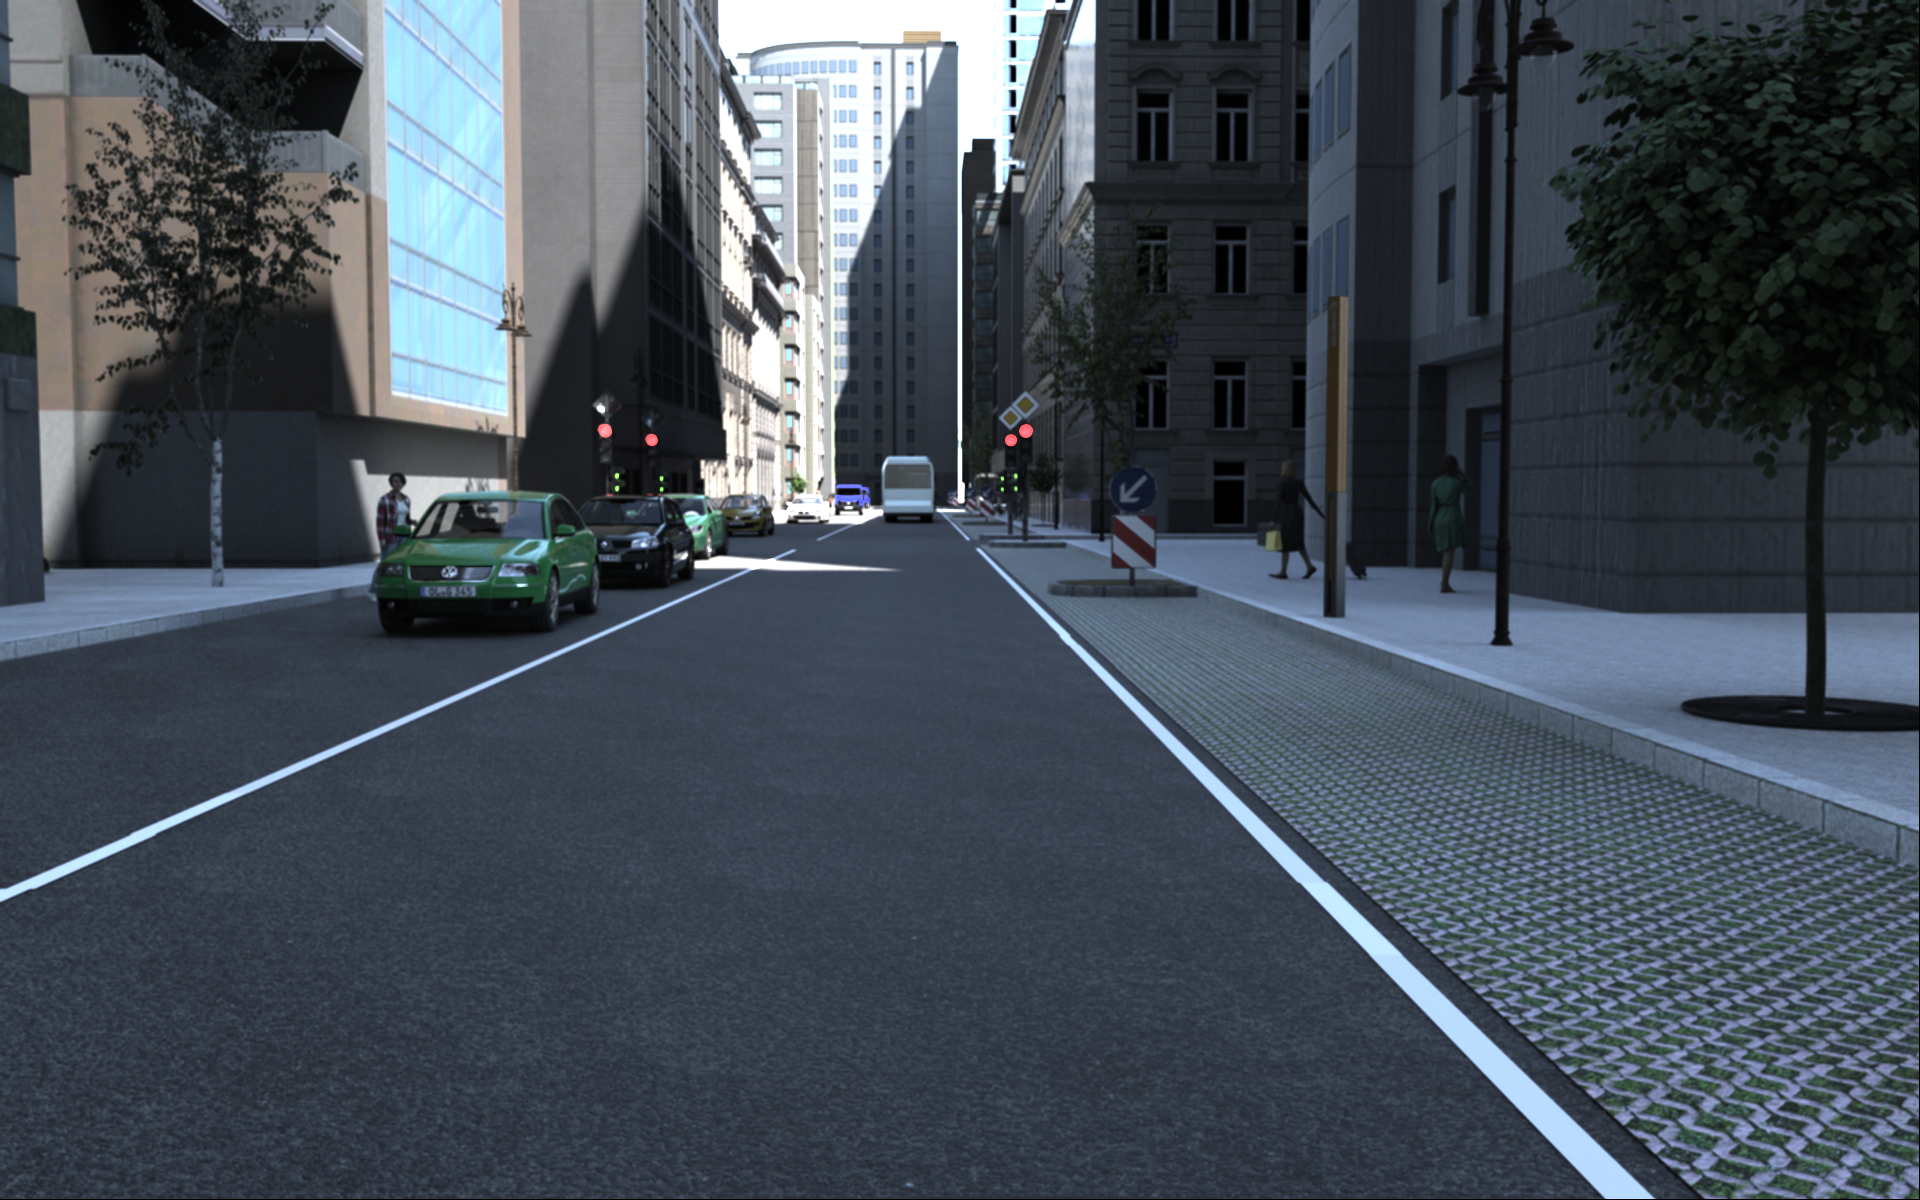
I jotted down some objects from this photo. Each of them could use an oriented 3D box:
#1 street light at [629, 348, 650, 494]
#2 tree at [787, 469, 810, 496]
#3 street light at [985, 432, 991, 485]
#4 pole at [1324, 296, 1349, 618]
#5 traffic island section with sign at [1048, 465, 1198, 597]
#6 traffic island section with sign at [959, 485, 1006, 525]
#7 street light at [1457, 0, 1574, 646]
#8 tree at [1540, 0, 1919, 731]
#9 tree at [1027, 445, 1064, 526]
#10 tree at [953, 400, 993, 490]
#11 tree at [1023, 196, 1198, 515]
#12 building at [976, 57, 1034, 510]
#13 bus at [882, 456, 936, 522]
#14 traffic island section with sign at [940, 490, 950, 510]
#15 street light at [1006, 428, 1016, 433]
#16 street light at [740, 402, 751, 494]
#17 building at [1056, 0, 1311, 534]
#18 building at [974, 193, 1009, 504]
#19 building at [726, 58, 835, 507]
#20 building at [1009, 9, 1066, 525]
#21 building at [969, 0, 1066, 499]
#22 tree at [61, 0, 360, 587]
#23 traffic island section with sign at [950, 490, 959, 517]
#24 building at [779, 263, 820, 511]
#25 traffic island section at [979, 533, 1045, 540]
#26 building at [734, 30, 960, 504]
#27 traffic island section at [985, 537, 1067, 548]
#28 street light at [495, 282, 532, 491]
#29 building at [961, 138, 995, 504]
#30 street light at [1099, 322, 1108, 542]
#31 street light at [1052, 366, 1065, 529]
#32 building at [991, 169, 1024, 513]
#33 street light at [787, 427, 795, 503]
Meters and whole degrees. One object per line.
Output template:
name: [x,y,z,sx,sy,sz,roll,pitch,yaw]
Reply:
street light: [-10.147,-5.029,55.013,0.468,5.910,1.993,0,4,-1]
tree: [-12.079,-8.248,129.450,1.663,3.219,1.824,0,3,0]
street light: [2.049,-9.584,129.490,0.468,5.910,1.993,0,4,-1]
pole: [3.906,-1.476,17.974,0.158,3.312,0.155,0,3,0]
traffic island section with sign: [2.284,-0.992,24.840,1.989,1.847,2.006,0,4,-1]
traffic island section with sign: [1.103,-4.350,79.743,1.989,1.847,2.006,0,4,-1]
street light: [4.606,-2.554,14.550,0.468,5.910,1.993,0,4,-1]
tree: [5.031,-1.606,9.979,4.285,4.588,4.351,0,3,0]
tree: [3.244,-4.557,69.114,1.663,3.219,1.824,0,3,0]
tree: [1.707,-11.285,134.871,4.737,8.622,4.395,0,3,0]
tree: [3.756,-5.615,42.166,4.737,8.622,4.395,0,3,0]
building: [17.695,-27.969,149.179,32.217,40.220,23.993,0,4,-1]
bus: [-2.678,-5.900,91.320,2.948,3.499,13.247,0,4,-1]
traffic island section with sign: [-0.552,-9.068,156.881,1.989,1.847,2.006,0,4,-1]
street light: [2.834,-7.525,95.829,0.468,5.910,1.993,0,4,-1]
street light: [-10.809,-6.997,87.188,0.468,5.910,1.993,0,4,-1]
building: [16.219,-16.124,60.891,25.104,27.353,12.463,0,4,-1]
building: [8.306,-24.257,168.295,14.160,30.474,14.107,0,4,-1]
building: [-19.381,-29.456,165.201,14.154,41.232,14.086,0,4,-1]
building: [11.197,-15.408,85.198,16.112,22.955,30.059,0,4,-1]
building: [12.602,-53.617,189.317,22.319,86.520,31.000,0,4,-1]
tree: [-10.391,-4.503,23.986,4.360,8.622,3.978,0,3,0]
traffic island section with sign: [0.527,-5.998,106.692,1.989,1.847,2.006,0,4,-1]
building: [-26.378,-18.297,144.197,27.650,21.520,28.899,0,4,-1]
traffic island section: [1.625,-2.010,55.150,2.009,0.180,2.903,0,4,-1]
building: [-14.364,-41.693,223.681,28.212,58.520,21.231,0,4,-1]
traffic island section: [1.795,-1.522,47.166,2.009,0.180,2.903,0,4,-1]
street light: [-9.750,-3.986,37.959,0.468,5.910,1.993,0,4,-1]
building: [7.348,-34.912,220.921,14.200,45.320,14.600,0,4,-1]
street light: [3.840,-4.523,46.732,0.468,5.910,1.993,0,4,-1]
street light: [3.497,-5.506,62.811,0.468,5.910,1.993,0,4,-1]
building: [9.742,-18.127,115.439,14.314,24.678,30.058,0,4,-1]
street light: [-11.603,-8.965,119.359,0.468,5.910,1.993,0,4,-1]
